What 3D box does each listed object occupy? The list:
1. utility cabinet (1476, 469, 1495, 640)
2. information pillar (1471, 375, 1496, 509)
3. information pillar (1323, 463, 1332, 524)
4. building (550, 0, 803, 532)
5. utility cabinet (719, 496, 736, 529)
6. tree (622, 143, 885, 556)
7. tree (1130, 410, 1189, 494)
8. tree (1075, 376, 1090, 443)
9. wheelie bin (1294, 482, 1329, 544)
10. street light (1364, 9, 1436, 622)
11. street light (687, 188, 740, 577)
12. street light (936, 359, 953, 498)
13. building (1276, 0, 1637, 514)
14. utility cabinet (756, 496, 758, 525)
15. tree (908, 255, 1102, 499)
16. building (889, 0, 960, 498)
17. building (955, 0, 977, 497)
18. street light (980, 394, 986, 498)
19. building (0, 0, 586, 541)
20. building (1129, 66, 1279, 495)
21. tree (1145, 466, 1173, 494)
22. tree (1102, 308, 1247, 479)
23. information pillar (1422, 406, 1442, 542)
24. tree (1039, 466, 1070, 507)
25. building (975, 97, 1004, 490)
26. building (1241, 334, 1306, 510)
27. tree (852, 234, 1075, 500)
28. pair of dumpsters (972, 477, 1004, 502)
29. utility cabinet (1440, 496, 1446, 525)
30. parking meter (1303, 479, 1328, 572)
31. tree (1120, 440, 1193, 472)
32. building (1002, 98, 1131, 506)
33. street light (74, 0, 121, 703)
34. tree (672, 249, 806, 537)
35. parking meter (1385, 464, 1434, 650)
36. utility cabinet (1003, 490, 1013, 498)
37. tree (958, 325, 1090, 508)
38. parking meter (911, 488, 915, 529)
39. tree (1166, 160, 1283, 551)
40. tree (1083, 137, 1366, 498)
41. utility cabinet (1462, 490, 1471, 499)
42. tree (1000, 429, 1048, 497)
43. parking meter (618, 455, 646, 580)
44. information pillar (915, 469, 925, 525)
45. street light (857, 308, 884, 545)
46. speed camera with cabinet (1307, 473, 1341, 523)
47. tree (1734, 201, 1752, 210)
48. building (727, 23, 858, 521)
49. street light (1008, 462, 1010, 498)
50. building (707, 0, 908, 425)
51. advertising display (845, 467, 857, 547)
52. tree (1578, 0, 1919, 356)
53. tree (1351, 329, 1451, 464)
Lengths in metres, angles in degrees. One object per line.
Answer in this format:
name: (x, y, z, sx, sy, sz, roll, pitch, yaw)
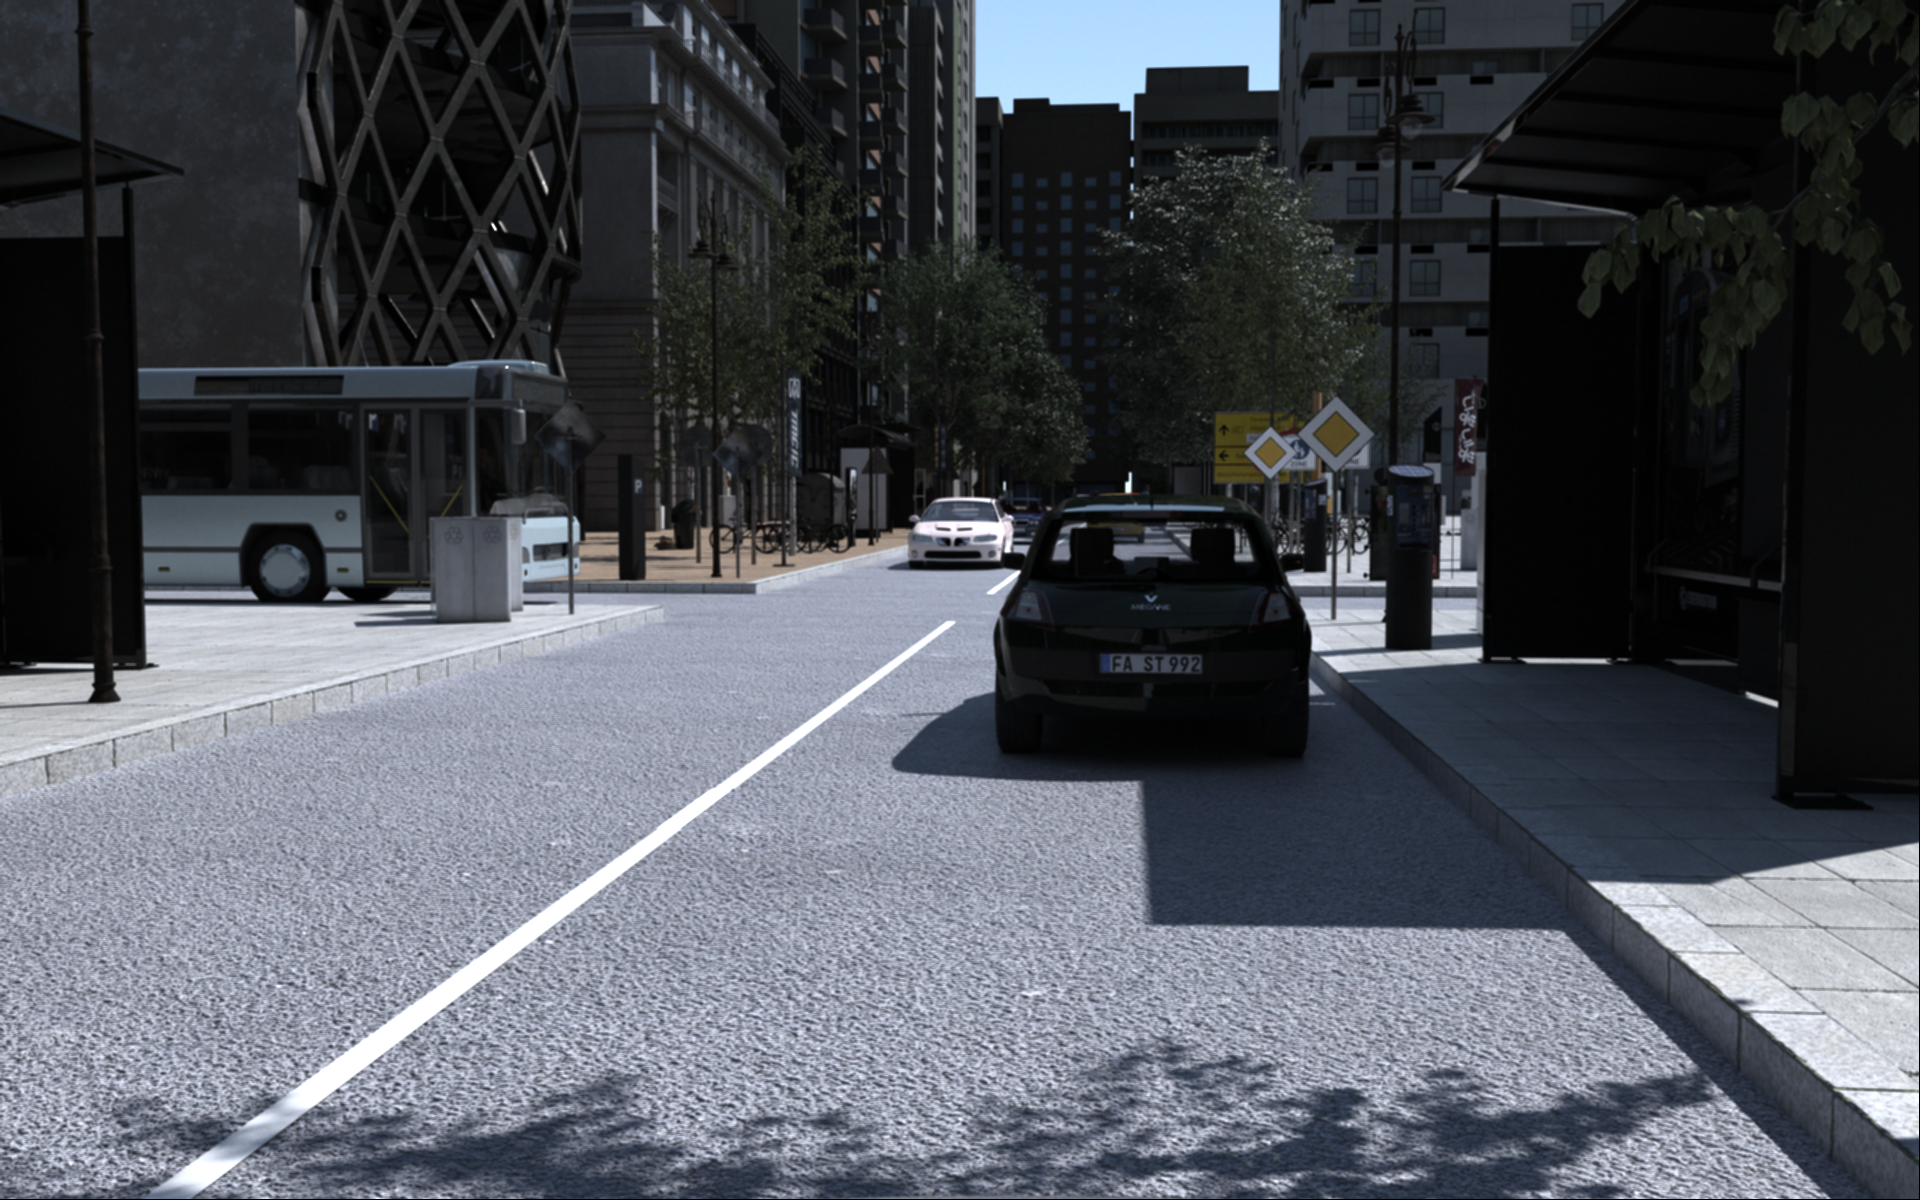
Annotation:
utility cabinet: (4.788, -0.406, 15.320, 0.318, 1.500, 1.173, 1, 4, 12)
information pillar: (10.272, -2.607, 33.976, 0.504, 3.616, 0.183, 1, 4, 22)
information pillar: (14.204, -4.622, 66.918, 0.504, 3.616, 0.183, -3, 5, -42)
building: (-15.086, -13.971, 70.231, 13.314, 21.916, 24.055, 0, 4, 5)
utility cabinet: (-8.597, -3.253, 64.341, 0.306, 1.237, 1.020, 2, 4, 29)
tree: (-3.719, -5.232, 35.898, 4.737, 8.622, 4.395, 0, 3, 0)
tree: (16.316, -13.021, 138.642, 9.928, 11.665, 9.643, 0, 3, 0)
tree: (5.340, -12.059, 122.920, 9.928, 11.665, 9.643, 0, 3, 0)
wheelie bin: (9.086, -2.258, 44.826, 0.980, 1.594, 0.693, 2, 4, 35)
street light: (4.320, -2.715, 17.186, 0.468, 5.910, 1.993, 0, 4, 5)
street light: (-3.759, -3.289, 26.571, 0.468, 5.910, 1.993, 0, 4, 5)
street light: (-0.535, -5.312, 59.635, 0.468, 5.910, 1.993, 0, 4, 5)
building: (37.235, -32.629, 122.718, 28.713, 52.752, 27.495, 0, 4, 5)
utility cabinet: (-7.527, -3.188, 63.289, 0.306, 1.237, 1.020, 0, 4, -6)
tree: (1.588, -10.174, 83.358, 9.611, 12.733, 9.660, 0, 3, 0)
building: (-7.672, -27.836, 138.705, 14.154, 41.232, 14.086, 0, 4, 5)
building: (-9.524, -44.076, 158.888, 20.611, 71.187, 20.563, 0, 4, 5)
street light: (0.973, -6.365, 76.850, 0.468, 5.910, 1.993, 0, 4, 5)
building: (-18.459, -10.763, 43.427, 16.820, 18.784, 16.811, 0, 4, 5)
building: (30.503, -35.260, 200.196, 21.600, 48.544, 21.300, 0, 4, 5)
tree: (13.583, -7.446, 116.337, 1.663, 3.219, 1.824, 0, 3, 0)
tree: (12.601, -11.192, 100.004, 9.611, 12.733, 9.660, 0, 3, 0)
information pillar: (12.535, -3.340, 45.963, 0.504, 3.616, 0.183, -1, 4, -10)
tree: (9.570, -11.894, 178.172, 4.285, 4.588, 4.351, 0, 3, 0)
building: (-5.201, -35.479, 203.776, 21.600, 48.544, 21.300, 0, 4, 5)
building: (39.118, -18.760, 151.764, 27.650, 21.520, 28.899, 0, 4, 5)
tree: (-0.805, -8.785, 69.394, 9.928, 11.665, 9.643, 0, 3, 0)
pair of dumpsters: (1.490, -5.618, 94.342, 1.574, 2.255, 4.437, 0, 4, 5)
utility cabinet: (19.611, -3.703, 71.703, 0.306, 1.237, 1.020, -3, 4, -38)
parking meter: (5.860, -1.232, 28.551, 0.372, 1.533, 0.369, 0, 3, 0)
tree: (17.386, -13.128, 149.060, 7.601, 10.594, 8.767, 2, 4, 27)
building: (12.404, -33.575, 199.062, 14.200, 45.320, 14.600, 0, 4, 5)
street light: (-5.288, -2.308, 10.526, 0.468, 5.910, 1.993, 0, 4, 5)
tree: (-6.555, -6.200, 51.727, 4.360, 8.622, 3.978, 0, 3, 0)
parking meter: (3.725, -0.363, 14.345, 0.372, 1.533, 0.369, 0, 3, 0)
utility cabinet: (2.651, -5.631, 100.753, 0.318, 1.500, 1.173, 2, 4, 32)
tree: (2.559, -11.202, 101.278, 7.486, 12.596, 7.792, 0, 3, 0)
parking meter: (-2.011, -3.577, 66.890, 0.372, 1.533, 0.369, 0, 3, 0)
tree: (7.350, -5.411, 38.832, 4.737, 8.622, 4.395, 0, 3, 0)
tree: (9.352, -9.460, 61.330, 9.857, 13.997, 8.962, 0, 3, 0)
utility cabinet: (28.450, -5.343, 96.032, 1.173, 1.500, 0.318, 1, 4, 19)
tree: (4.338, -9.957, 113.156, 4.360, 8.622, 3.978, 0, 3, 0)
parking meter: (-4.900, -1.234, 25.880, 0.255, 1.863, 0.399, 2, 4, 24)
information pillar: (-1.178, -2.850, 51.090, 0.304, 2.012, 0.304, 0, 4, 1)
street light: (-2.217, -4.301, 43.109, 0.468, 5.910, 1.993, 0, 4, 5)
speed camera with cabinet: (15.971, -4.995, 76.009, 0.660, 3.252, 2.038, 3, 5, 42)
tree: (22.227, -7.317, 45.396, 9.928, 11.665, 9.643, 0, 3, 0)
building: (-12.658, -15.937, 90.251, 12.332, 23.373, 15.834, 0, 4, 5)
street light: (2.650, -7.375, 93.376, 0.468, 5.910, 1.993, 0, 4, 5)
building: (-15.398, -28.272, 116.868, 22.147, 44.769, 28.867, 0, 4, 5)
advertising display: (-2.638, -2.253, 42.053, 0.123, 1.923, 0.974, 0, 4, 6)
tree: (3.154, -3.284, 4.049, 4.737, 8.622, 4.395, 0, 3, 0)
tree: (19.464, -7.727, 76.701, 4.360, 8.622, 3.978, 0, 3, 0)
